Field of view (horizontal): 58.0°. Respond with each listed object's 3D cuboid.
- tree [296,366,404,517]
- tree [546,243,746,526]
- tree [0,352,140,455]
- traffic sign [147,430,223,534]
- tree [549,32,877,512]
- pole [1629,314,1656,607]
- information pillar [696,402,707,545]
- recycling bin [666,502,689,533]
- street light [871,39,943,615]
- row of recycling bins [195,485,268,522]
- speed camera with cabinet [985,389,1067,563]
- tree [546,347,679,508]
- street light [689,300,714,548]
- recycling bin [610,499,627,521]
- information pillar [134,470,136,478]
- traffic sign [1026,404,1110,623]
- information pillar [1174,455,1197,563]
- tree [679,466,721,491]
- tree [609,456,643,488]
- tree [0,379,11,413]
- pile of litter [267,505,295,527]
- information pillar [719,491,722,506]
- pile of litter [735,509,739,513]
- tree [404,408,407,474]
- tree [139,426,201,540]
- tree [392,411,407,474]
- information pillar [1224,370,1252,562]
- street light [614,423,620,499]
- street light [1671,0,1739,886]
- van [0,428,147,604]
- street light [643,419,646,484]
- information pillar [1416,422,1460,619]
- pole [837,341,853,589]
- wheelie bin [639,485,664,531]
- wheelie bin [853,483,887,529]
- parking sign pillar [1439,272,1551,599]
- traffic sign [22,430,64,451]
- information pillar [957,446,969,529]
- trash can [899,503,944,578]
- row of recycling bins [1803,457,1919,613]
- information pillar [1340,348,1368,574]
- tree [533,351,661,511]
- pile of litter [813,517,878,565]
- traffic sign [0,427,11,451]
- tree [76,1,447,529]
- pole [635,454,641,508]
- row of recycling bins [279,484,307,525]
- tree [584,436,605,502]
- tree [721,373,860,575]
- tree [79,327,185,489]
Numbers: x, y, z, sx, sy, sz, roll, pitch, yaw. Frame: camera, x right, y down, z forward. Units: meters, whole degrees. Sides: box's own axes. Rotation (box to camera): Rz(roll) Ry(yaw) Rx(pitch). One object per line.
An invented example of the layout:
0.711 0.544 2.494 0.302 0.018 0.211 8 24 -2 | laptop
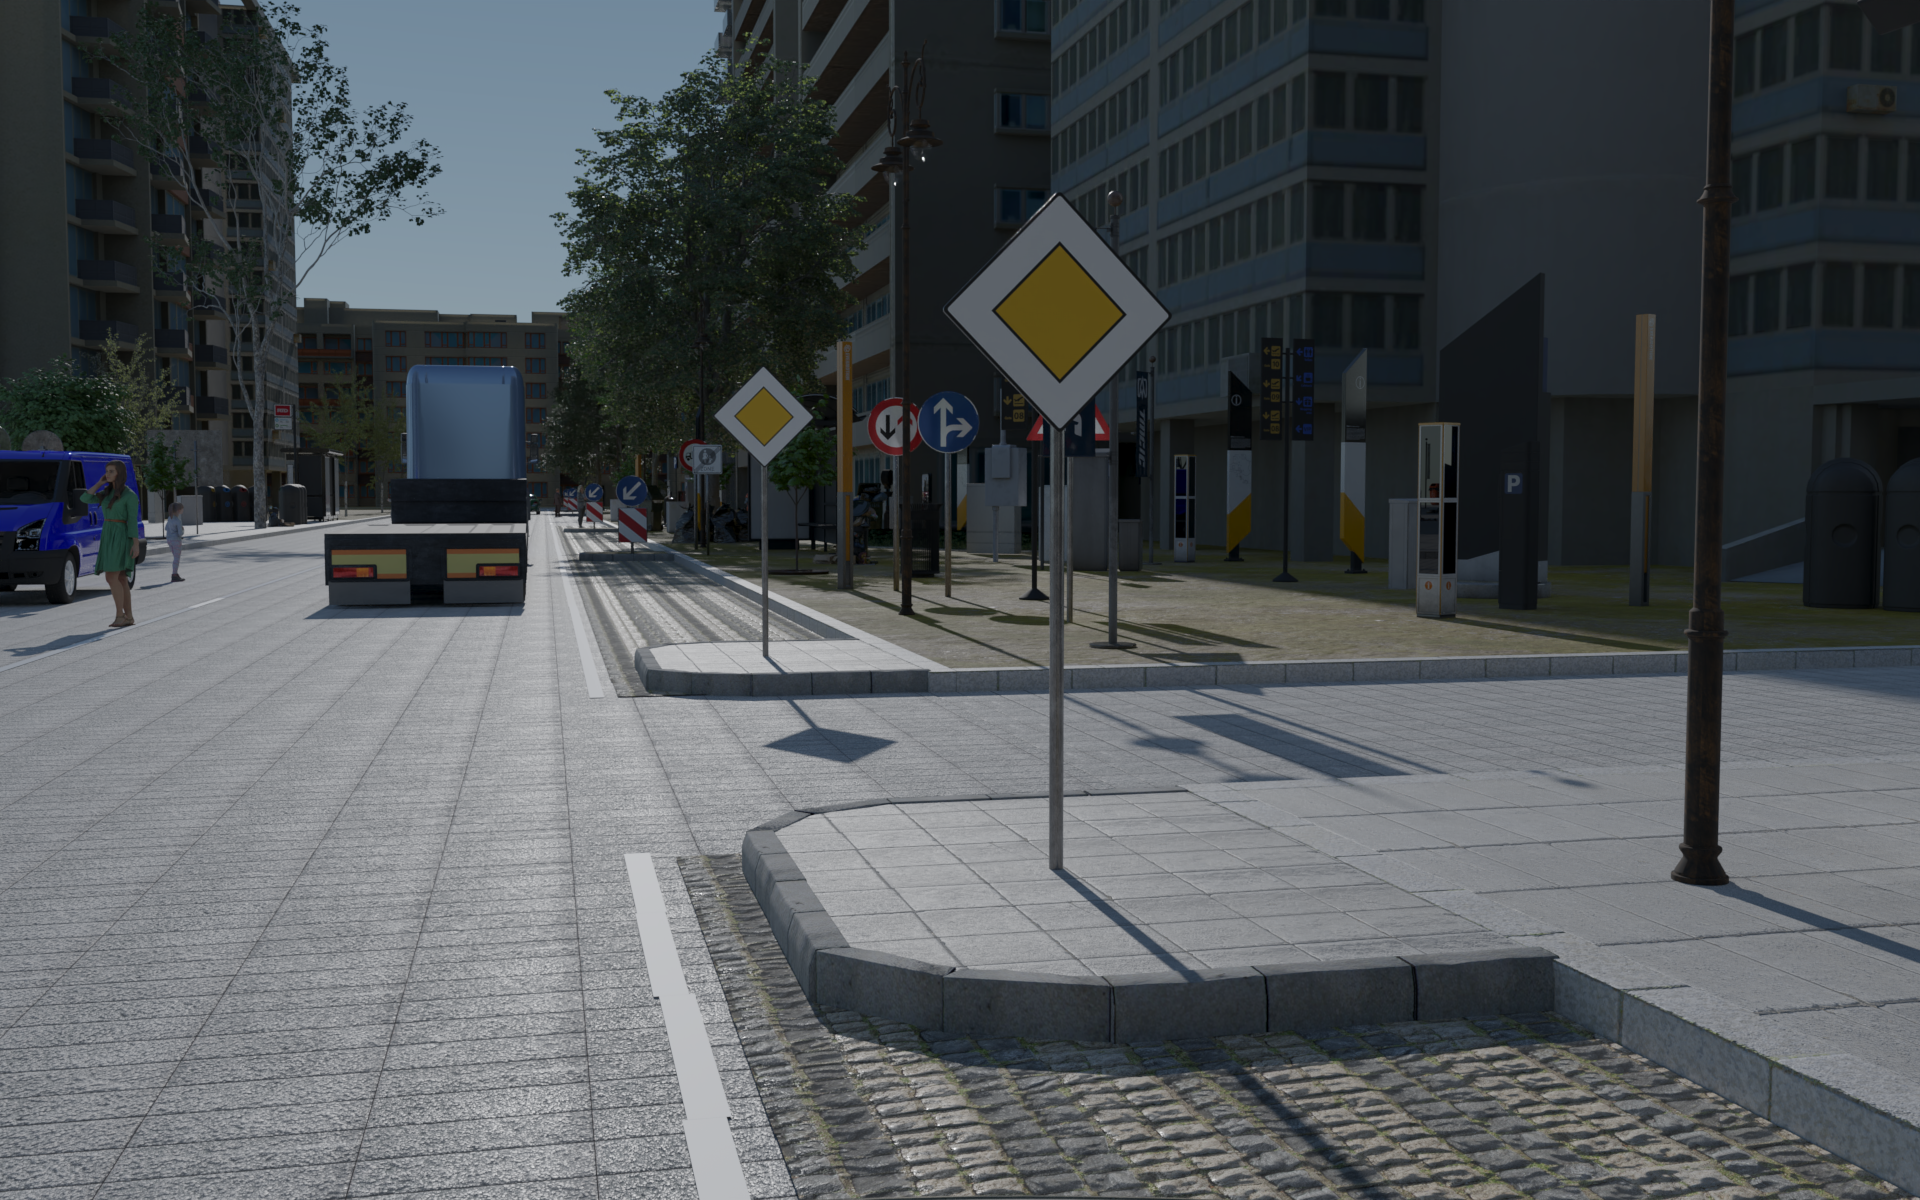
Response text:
-35.351 -9.084 98.890 4.737 8.622 4.395 0 3 0 | tree
-12.286 -8.841 70.305 9.928 11.665 9.643 0 3 0 | tree
-20.737 -3.443 40.001 4.285 4.588 4.351 0 3 0 | tree
-24.632 -3.744 55.083 2.265 3.308 0.079 0 4 -7 | traffic sign
-7.199 -8.722 49.262 9.857 13.997 8.962 0 3 0 | tree
7.782 -1.584 19.749 0.158 3.312 0.155 0 3 0 | pole
-6.567 -3.211 43.859 0.183 3.616 0.504 1 4 9 | information pillar
-9.383 -2.759 57.671 0.722 1.027 0.722 -1 4 -14 | recycling bin
-0.566 -2.779 18.225 0.468 5.910 1.993 -1 4 -13 | street light
-33.664 -4.455 79.952 1.069 1.692 3.534 2 4 32 | row of recycling bins
1.521 -2.337 32.548 2.038 3.252 0.660 1 4 19 | speed camera with cabinet
-19.726 -10.233 101.723 7.601 10.594 8.767 2 4 29 | tree
-6.147 -4.190 41.289 0.468 5.910 1.993 -1 4 -13 | street light
-16.080 -4.223 81.599 0.722 1.027 0.722 0 4 -7 | recycling bin
-24.841 -2.895 51.826 0.304 2.012 0.304 -1 4 -10 | information pillar
1.096 -1.055 17.247 0.884 2.594 0.081 0 4 -5 | traffic sign
4.215 -1.710 32.444 0.304 2.012 0.304 3 4 38 | information pillar
-7.978 -3.766 56.176 1.663 3.219 1.824 0 3 0 | tree
-15.176 -5.157 78.924 1.663 3.219 1.824 0 3 0 | tree
-44.677 -7.740 76.909 4.360 8.622 3.978 0 3 0 | tree
-26.733 -3.307 68.031 1.176 0.858 1.719 -1 4 -20 | pile of litter
-12.260 -5.881 87.506 0.504 3.616 0.183 2 4 27 | information pillar
-7.040 -2.432 53.723 1.176 0.858 1.719 -1 4 -16 | pile of litter
-38.903 -10.178 116.780 4.737 8.622 4.395 0 3 0 | tree
-22.558 -3.315 48.805 1.663 3.219 1.824 0 3 0 | tree
-46.382 -12.052 147.406 4.360 8.622 3.978 0 3 0 | tree
5.297 -2.542 32.917 0.504 3.616 0.183 -1 4 -18 | information pillar
-17.146 -6.972 86.780 0.468 5.910 1.993 -1 4 -13 | street light
2.459 -2.006 5.578 0.468 5.910 1.993 -1 4 -13 | street light
-12.917 -1.204 24.063 2.240 2.365 5.245 -1 4 -13 | van
-11.680 -5.582 64.058 0.468 5.910 1.993 -1 4 -13 | street light
4.952 -0.823 17.951 0.304 2.012 0.304 -3 5 -40 | information pillar
-1.546 -1.800 23.280 0.158 3.312 0.155 0 3 0 | pole
-10.706 -3.179 59.878 0.693 1.594 0.980 2 4 30 | wheelie bin
-2.496 -2.491 48.638 0.980 1.594 0.693 -1 4 -20 | wheelie bin
6.693 -2.034 21.725 1.447 3.967 1.447 3 5 41 | parking sign pillar
-18.284 -2.107 34.553 0.768 2.556 0.104 -1 4 -12 | traffic sign
0.083 -3.478 48.223 0.183 3.616 0.504 -2 4 -35 | information pillar
-0.618 -0.920 26.693 0.748 1.137 0.748 0 3 0 | trash can
10.959 -0.707 18.677 1.069 1.692 3.534 -3 5 -44 | row of recycling bins
6.329 -2.231 27.826 0.504 3.616 0.183 -2 4 -33 | information pillar
-27.610 -13.137 131.793 9.611 12.733 9.660 0 3 0 | tree
-2.123 -1.097 31.898 1.176 0.858 1.719 -1 4 -13 | pile of litter
-17.357 -1.886 30.945 0.768 2.556 0.104 -1 4 -11 | traffic sign
-25.124 -12.787 64.957 12.611 20.169 13.585 0 3 0 | tree
-11.612 -4.203 62.566 0.158 3.312 0.155 0 3 0 | pole
-28.231 -4.054 73.388 1.069 1.692 3.534 -1 4 -16 | row of recycling bins
-31.939 -12.229 150.301 4.360 8.622 3.978 0 3 0 | tree
-2.628 -2.022 27.665 1.663 3.219 1.824 0 3 0 | tree
-37.196 -7.783 77.607 4.360 8.622 3.978 0 3 0 | tree
